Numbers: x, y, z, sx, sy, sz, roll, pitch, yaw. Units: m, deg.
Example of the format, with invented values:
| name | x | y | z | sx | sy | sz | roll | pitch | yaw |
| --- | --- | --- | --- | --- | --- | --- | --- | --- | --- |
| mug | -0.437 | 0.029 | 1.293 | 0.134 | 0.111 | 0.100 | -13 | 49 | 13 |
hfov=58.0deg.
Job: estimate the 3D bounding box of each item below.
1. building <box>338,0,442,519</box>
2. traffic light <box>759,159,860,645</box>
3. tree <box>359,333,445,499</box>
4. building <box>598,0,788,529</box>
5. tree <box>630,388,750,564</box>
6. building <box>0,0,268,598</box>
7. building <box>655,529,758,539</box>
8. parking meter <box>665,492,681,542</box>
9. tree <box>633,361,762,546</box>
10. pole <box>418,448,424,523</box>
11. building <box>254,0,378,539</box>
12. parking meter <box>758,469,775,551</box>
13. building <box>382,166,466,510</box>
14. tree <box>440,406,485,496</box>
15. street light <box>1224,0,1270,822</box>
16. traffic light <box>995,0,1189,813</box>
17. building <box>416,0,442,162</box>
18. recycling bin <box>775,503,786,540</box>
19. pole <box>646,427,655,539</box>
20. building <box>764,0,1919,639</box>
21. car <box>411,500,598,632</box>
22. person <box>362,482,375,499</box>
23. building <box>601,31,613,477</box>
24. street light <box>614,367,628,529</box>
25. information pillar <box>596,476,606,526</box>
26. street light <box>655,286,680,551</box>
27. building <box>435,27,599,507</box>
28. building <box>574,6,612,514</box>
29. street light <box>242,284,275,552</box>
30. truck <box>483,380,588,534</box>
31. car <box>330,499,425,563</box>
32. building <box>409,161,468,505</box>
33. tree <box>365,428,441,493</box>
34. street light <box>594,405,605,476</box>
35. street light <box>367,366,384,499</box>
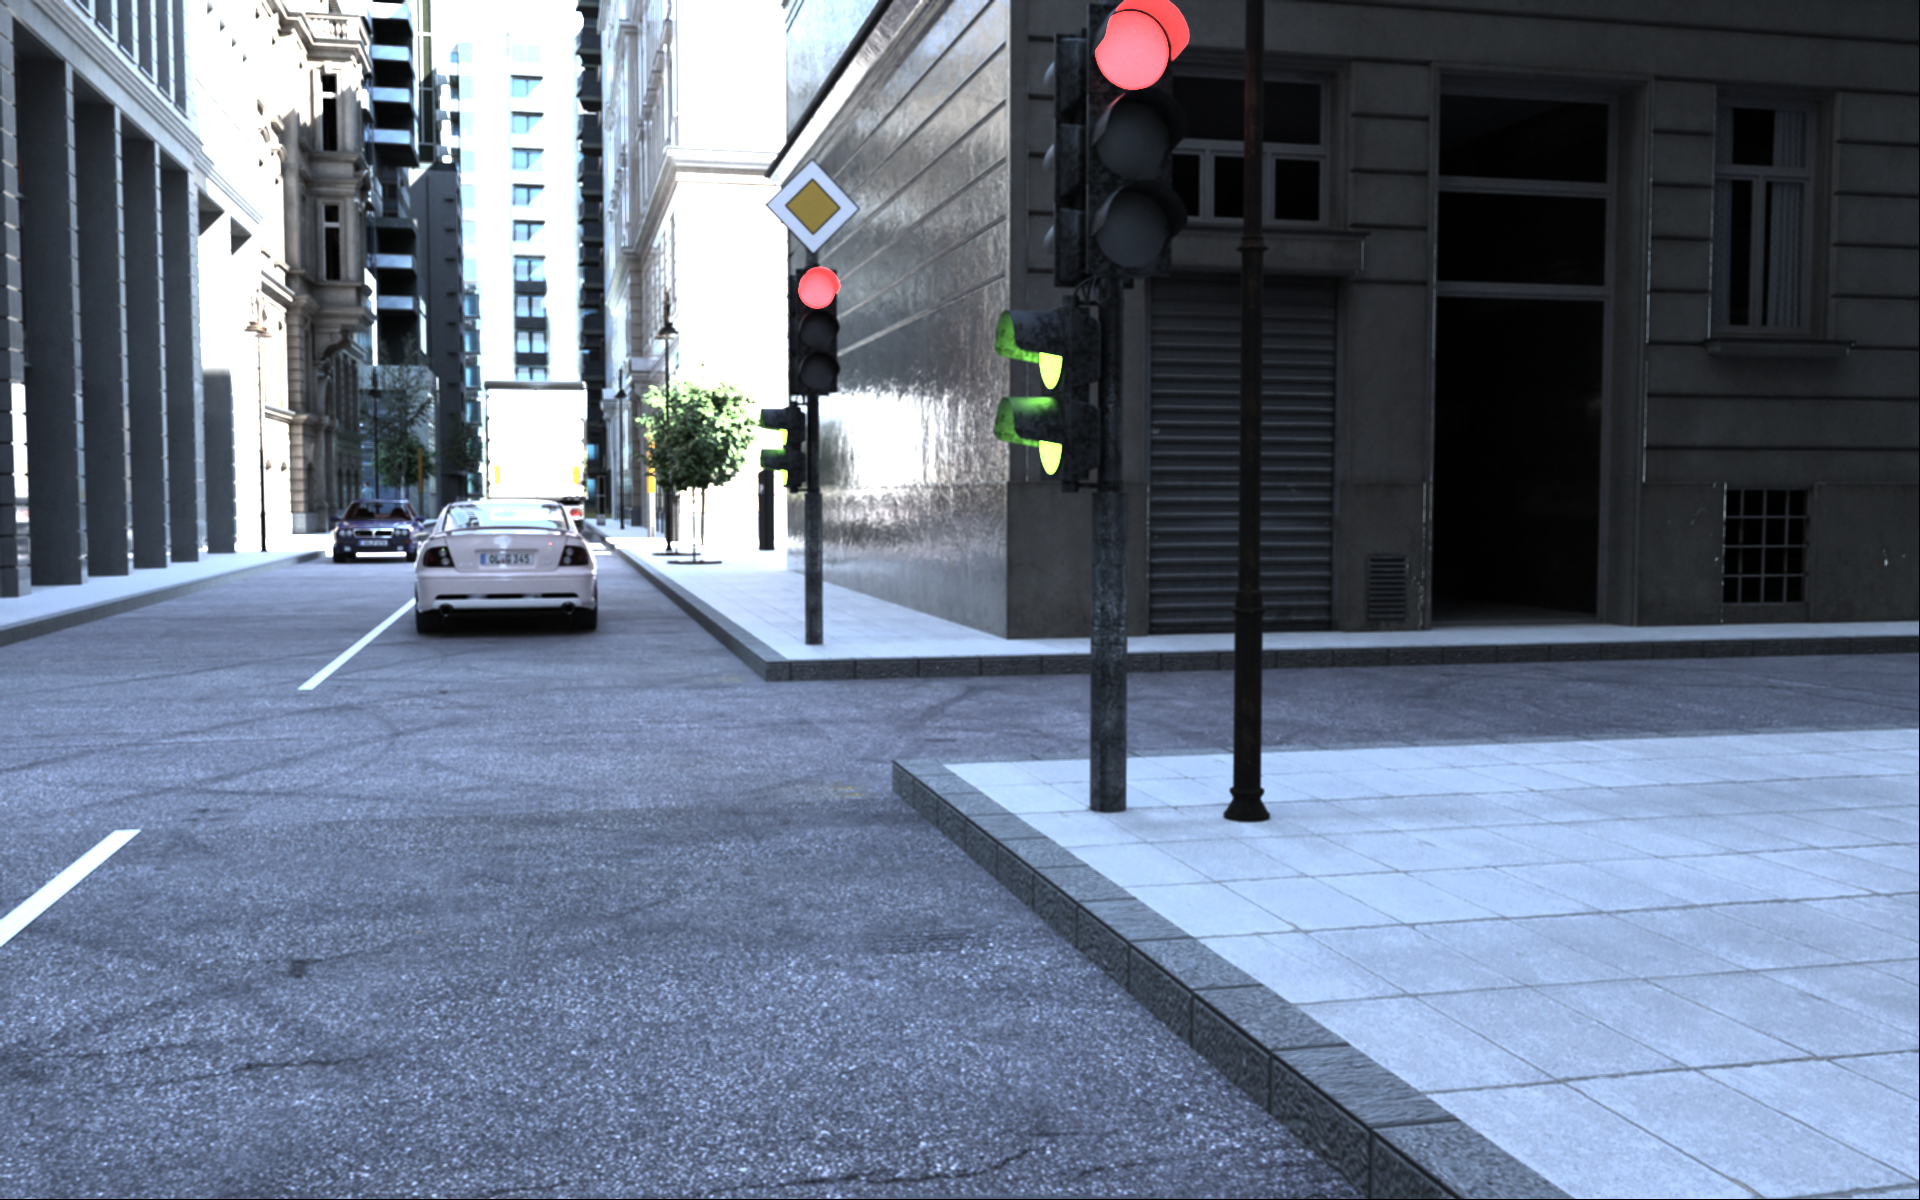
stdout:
| name | x | y | z | sx | sy | sz | roll | pitch | yaw |
| --- | --- | --- | --- | --- | --- | --- | --- | --- | --- |
| building | -41.221 | -47.988 | 97.272 | 22.319 | 86.520 | 31.000 | -1 | 4 | -13 |
| traffic light | -1.266 | -1.576 | 14.696 | 0.839 | 4.253 | 0.868 | -1 | 4 | -13 |
| tree | -25.497 | -7.826 | 78.316 | 4.360 | 8.622 | 3.978 | 0 | 3 | 0 |
| building | -9.243 | -17.903 | 78.614 | 13.634 | 28.700 | 20.117 | -1 | 4 | -13 |
| tree | -4.931 | -2.276 | 31.818 | 1.663 | 3.219 | 1.824 | 0 | 3 | 0 |
| building | -18.486 | -15.149 | 25.184 | 11.434 | 29.767 | 29.804 | -1 | 4 | -13 |
| building | -4.180 | -16.713 | 59.157 | 13.634 | 28.700 | 20.117 | -1 | 4 | -13 |
| parking meter | -7.629 | -2.464 | 45.996 | 0.399 | 1.863 | 0.255 | 3 | 4 | 38 |
| tree | -6.469 | -3.622 | 42.936 | 4.285 | 4.588 | 4.351 | 0 | 3 | 0 |
| pole | -23.801 | -5.052 | 76.436 | 0.158 | 3.312 | 0.155 | 0 | 3 | 0 |
| building | -26.846 | -14.518 | 56.456 | 14.460 | 24.649 | 34.723 | -1 | 4 | -13 |
| parking meter | -4.407 | -2.060 | 39.386 | 0.255 | 1.863 | 0.399 | -2 | 4 | -35 |
| building | -52.759 | -26.447 | 124.292 | 32.217 | 40.220 | 23.993 | -1 | 4 | -13 |
| tree | -41.153 | -11.813 | 143.504 | 4.737 | 8.622 | 4.395 | 0 | 3 | 0 |
| street light | 1.136 | -2.073 | 6.686 | 0.468 | 5.910 | 1.993 | -1 | 4 | -13 |
| traffic light | 0.583 | -1.101 | 6.927 | 0.839 | 4.253 | 0.868 | -1 | 4 | -13 |
| building | -62.761 | -44.905 | 172.450 | 20.611 | 71.187 | 20.563 | -1 | 4 | -13 |
| recycling bin | -4.858 | -2.185 | 48.281 | 0.722 | 1.027 | 0.722 | -1 | 4 | -9 |
| pole | -8.810 | -3.393 | 49.318 | 0.158 | 3.312 | 0.155 | 0 | 3 | 0 |
| building | 12.584 | -11.721 | 24.925 | 30.059 | 22.955 | 16.112 | -1 | 4 | -13 |
| car | -5.101 | -0.435 | 19.480 | 2.083 | 1.381 | 4.827 | -1 | 4 | -15 |
| person | -27.015 | -4.469 | 78.971 | 0.638 | 1.841 | 0.748 | -1 | 4 | -9 |
| building | -13.346 | -27.507 | 99.846 | 14.600 | 45.320 | 14.200 | -1 | 4 | -13 |
| street light | -12.328 | -5.520 | 63.045 | 0.468 | 5.910 | 1.993 | -1 | 4 | -13 |
| information pillar | -14.645 | -4.043 | 70.599 | 0.304 | 2.012 | 0.304 | -2 | 4 | -29 |
| street light | -6.532 | -4.031 | 38.699 | 0.468 | 5.910 | 1.993 | -1 | 4 | -13 |
| building | -38.345 | -34.342 | 181.105 | 30.456 | 49.044 | 23.786 | -1 | 4 | -13 |
| building | -15.526 | -28.579 | 121.885 | 22.147 | 44.769 | 28.867 | -1 | 4 | -13 |
| street light | -15.474 | -4.008 | 38.327 | 0.468 | 5.910 | 1.993 | -1 | 4 | -13 |
| truck | -11.700 | -3.622 | 48.133 | 2.839 | 4.237 | 11.283 | -1 | 4 | -13 |
| car | -12.577 | -1.527 | 37.542 | 1.945 | 1.354 | 3.894 | -1 | 4 | -15 |
| building | -50.718 | -23.253 | 151.889 | 14.107 | 30.474 | 14.160 | -1 | 4 | -13 |
| tree | -26.664 | -6.057 | 82.740 | 4.285 | 4.588 | 4.351 | 0 | 3 | 0 |
| street light | -18.204 | -7.020 | 87.558 | 0.468 | 5.910 | 1.993 | -1 | 4 | -13 |
| street light | -21.156 | -5.504 | 62.775 | 0.468 | 5.910 | 1.993 | -1 | 4 | -13 |
